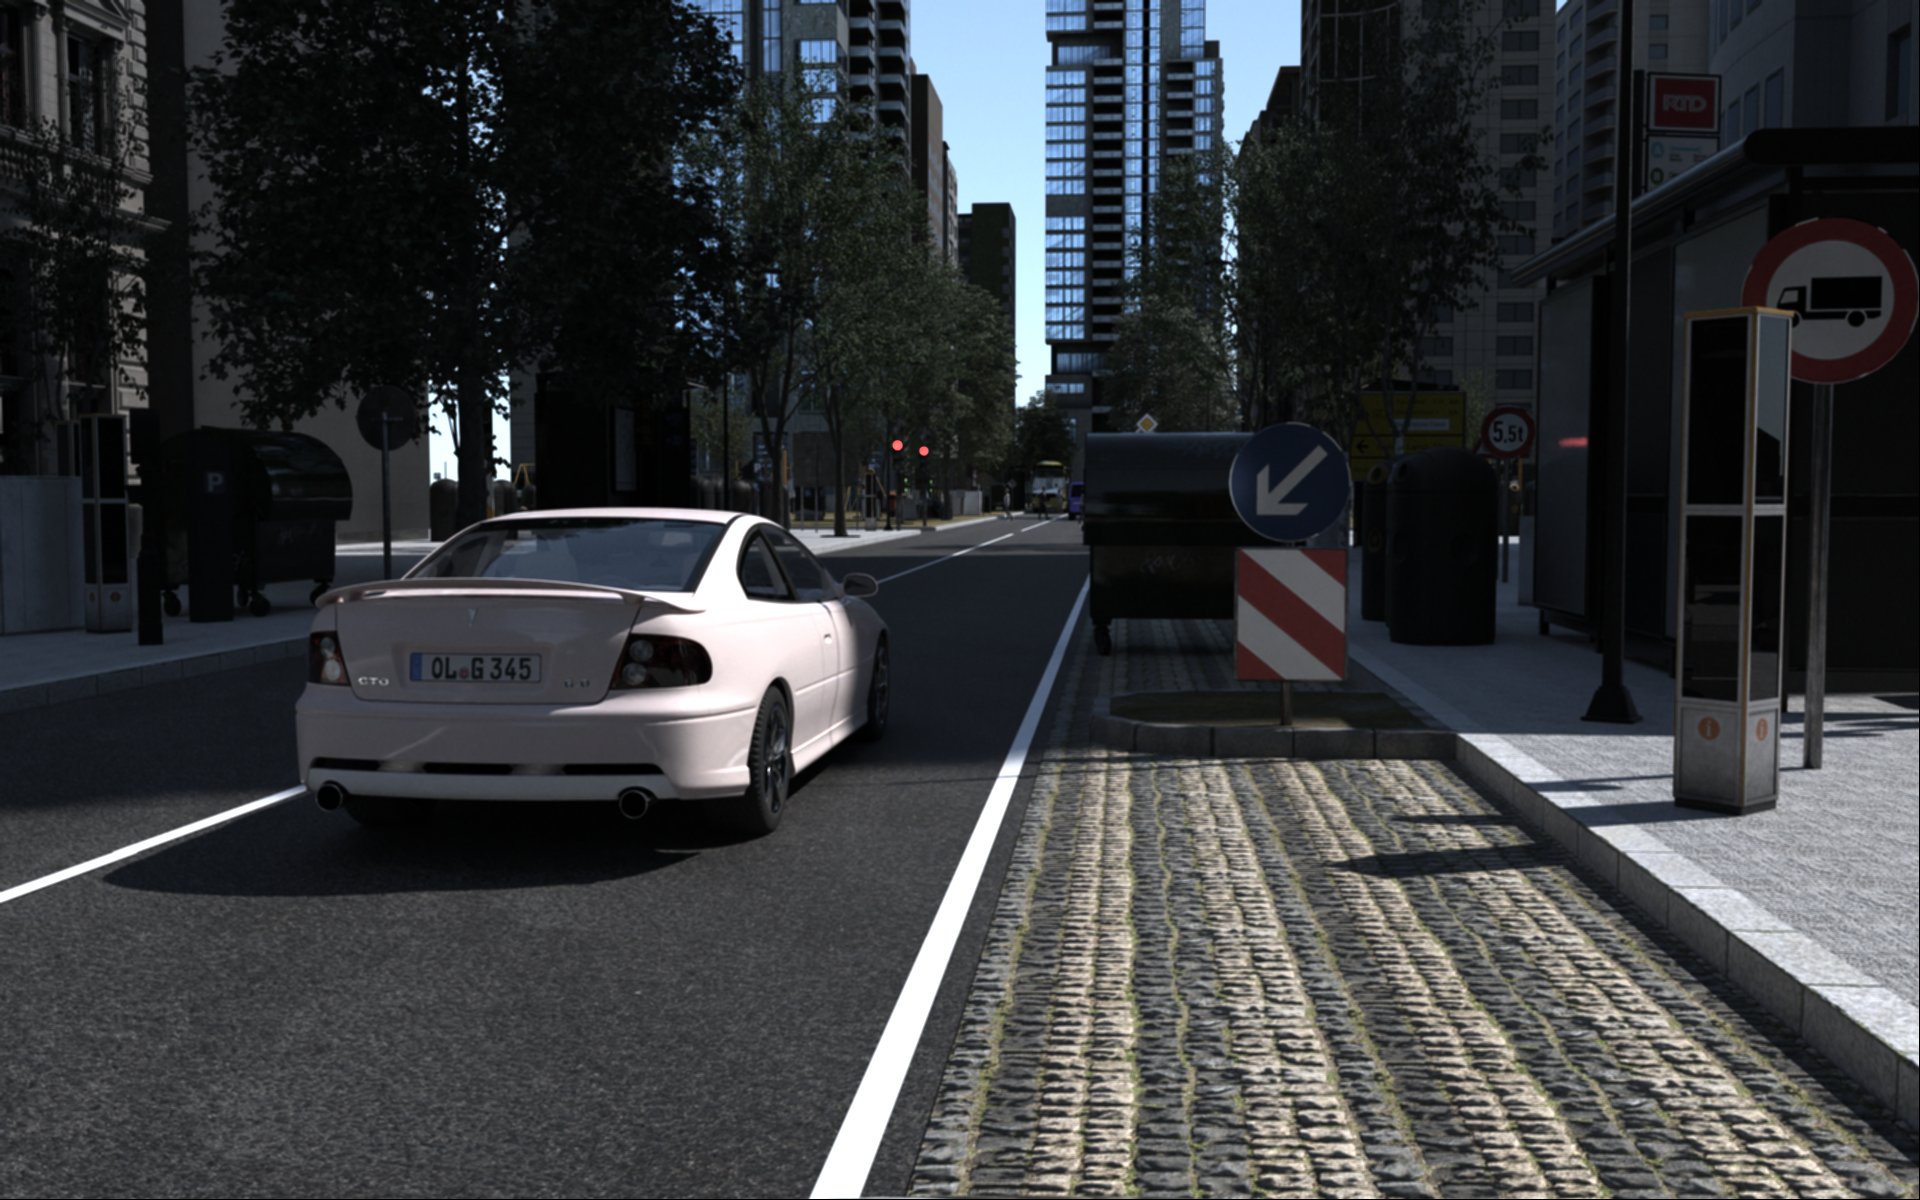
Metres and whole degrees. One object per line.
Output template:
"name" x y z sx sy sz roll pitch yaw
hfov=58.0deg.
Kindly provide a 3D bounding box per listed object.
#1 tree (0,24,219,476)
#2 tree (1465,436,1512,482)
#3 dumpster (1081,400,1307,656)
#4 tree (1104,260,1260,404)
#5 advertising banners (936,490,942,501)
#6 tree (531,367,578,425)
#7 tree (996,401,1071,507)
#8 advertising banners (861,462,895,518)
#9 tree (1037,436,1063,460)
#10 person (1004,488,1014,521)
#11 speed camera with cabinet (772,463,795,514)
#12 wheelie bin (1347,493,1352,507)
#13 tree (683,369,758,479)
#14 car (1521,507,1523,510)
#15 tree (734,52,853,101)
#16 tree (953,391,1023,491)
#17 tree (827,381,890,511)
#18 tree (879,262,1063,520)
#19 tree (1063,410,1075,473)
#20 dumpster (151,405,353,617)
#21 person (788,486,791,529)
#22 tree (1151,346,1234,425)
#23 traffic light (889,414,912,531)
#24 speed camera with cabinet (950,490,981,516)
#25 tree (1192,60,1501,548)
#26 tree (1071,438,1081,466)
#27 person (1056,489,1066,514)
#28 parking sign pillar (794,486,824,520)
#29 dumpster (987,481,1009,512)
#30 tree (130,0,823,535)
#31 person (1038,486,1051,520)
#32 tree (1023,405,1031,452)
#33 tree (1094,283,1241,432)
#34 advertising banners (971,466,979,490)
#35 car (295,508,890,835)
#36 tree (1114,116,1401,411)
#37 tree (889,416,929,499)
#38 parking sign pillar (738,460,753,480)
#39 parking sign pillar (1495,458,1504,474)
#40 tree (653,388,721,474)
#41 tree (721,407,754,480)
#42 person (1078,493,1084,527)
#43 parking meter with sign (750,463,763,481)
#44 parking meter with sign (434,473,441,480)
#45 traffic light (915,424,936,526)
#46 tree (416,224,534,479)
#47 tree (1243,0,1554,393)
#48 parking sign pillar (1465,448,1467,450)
"tree" -14.184 -4.741 27.883 4.360 8.622 3.978 0 3 0
"tree" 16.522 -3.719 55.415 1.663 3.219 1.824 0 3 0
"dumpster" 2.087 -0.653 15.634 1.985 2.255 1.502 0 4 5
"tree" 17.486 -17.194 137.017 12.611 20.169 13.585 0 3 0
"advertising banners" -0.863 -8.277 131.515 2.074 3.025 0.090 1 4 15
"tree" -21.042 -8.837 94.842 4.360 8.622 3.978 0 3 0
"tree" 6.594 -14.663 174.160 7.601 10.594 8.767 1 4 11
"advertising banners" -4.481 -6.024 94.679 2.074 3.025 0.090 0 4 4
"tree" 10.228 -15.270 200.020 4.360 8.622 3.978 0 3 0
"person" 2.593 -5.059 91.886 0.598 1.740 0.731 -1 4 -17
"speed camera with cabinet" -11.000 -7.038 109.406 0.660 3.252 2.038 3 5 42
"wheelie bin" 12.833 -3.102 58.619 0.980 1.594 0.693 -2 4 -33
"tree" -12.754 -8.672 92.145 4.737 8.622 4.395 0 3 0
"car" 21.879 -3.205 61.192 4.718 1.807 1.959 0 4 7
"tree" -4.600 -7.122 42.198 9.928 11.665 9.643 0 3 0
"tree" 1.453 -9.960 113.216 4.737 8.622 4.395 0 3 0
"tree" -6.274 -9.836 111.186 4.360 8.622 3.978 0 3 0
"tree" -0.477 -10.218 85.189 7.486 12.596 7.792 0 3 0
"tree" 8.726 -16.455 187.158 7.486 12.596 7.792 0 3 0
"dumpster" -7.737 -0.999 18.829 1.502 2.255 1.985 0 4 5
"person" -6.603 -3.457 65.205 0.511 1.800 0.466 3 4 36
"tree" 11.463 -8.273 85.622 4.360 8.622 3.978 0 3 0
"traffic light" -2.131 -4.391 60.712 0.839 4.253 0.868 0 4 5
"speed camera with cabinet" 0.222 -6.616 102.504 2.038 3.252 0.660 1 4 9
"tree" 6.524 -4.860 29.827 4.737 8.622 4.395 0 3 0
"tree" 10.304 -16.663 206.859 8.767 10.594 7.601 0 4 6
"person" 7.298 -7.103 124.990 0.716 1.782 0.532 0 4 8
"parking sign pillar" -7.399 -5.897 84.886 1.447 3.967 1.447 1 4 15
"dumpster" 2.774 -7.627 127.194 1.502 2.255 1.985 0 4 5
"tree" -7.141 -6.614 25.145 9.611 12.733 9.660 0 3 0
"person" 4.636 -5.321 95.269 0.755 1.850 0.659 3 4 37
"tree" 3.406 -11.134 132.399 4.737 8.622 4.395 0 3 0
"tree" 12.806 -12.087 104.274 9.857 13.997 8.962 0 3 0
"advertising banners" 0.215 -6.920 109.336 2.074 3.025 0.090 1 4 13
"car" -1.531 0.221 8.743 2.083 1.381 4.827 0 4 7
"tree" 8.134 -7.463 47.777 9.928 11.665 9.643 0 3 0
"tree" -3.959 -11.622 140.388 4.737 8.622 4.395 0 3 0
"parking sign pillar" -16.746 -8.946 134.734 1.447 3.967 1.447 -3 4 -39
"parking sign pillar" 24.323 -5.475 77.986 1.447 3.967 1.447 1 4 14
"tree" -17.202 -9.582 107.033 4.360 8.622 3.978 0 3 0
"tree" -18.333 -11.517 138.670 4.360 8.622 3.978 0 3 0
"person" 5.416 -4.049 75.299 0.593 1.750 0.643 -2 4 -26
"parking meter with sign" -11.683 -6.137 96.600 0.543 3.016 1.738 2 4 25
"parking meter with sign" -42.300 -8.764 139.552 0.543 3.016 1.738 0 4 -3
"traffic light" -1.378 -4.877 68.661 0.839 4.253 0.868 0 4 5
"tree" -10.305 -5.188 35.184 4.737 8.622 4.395 0 3 0
"tree" 5.645 -4.405 22.391 4.360 8.622 3.978 0 3 0
"parking sign pillar" 30.422 -7.034 103.472 1.447 3.967 1.447 3 5 39
